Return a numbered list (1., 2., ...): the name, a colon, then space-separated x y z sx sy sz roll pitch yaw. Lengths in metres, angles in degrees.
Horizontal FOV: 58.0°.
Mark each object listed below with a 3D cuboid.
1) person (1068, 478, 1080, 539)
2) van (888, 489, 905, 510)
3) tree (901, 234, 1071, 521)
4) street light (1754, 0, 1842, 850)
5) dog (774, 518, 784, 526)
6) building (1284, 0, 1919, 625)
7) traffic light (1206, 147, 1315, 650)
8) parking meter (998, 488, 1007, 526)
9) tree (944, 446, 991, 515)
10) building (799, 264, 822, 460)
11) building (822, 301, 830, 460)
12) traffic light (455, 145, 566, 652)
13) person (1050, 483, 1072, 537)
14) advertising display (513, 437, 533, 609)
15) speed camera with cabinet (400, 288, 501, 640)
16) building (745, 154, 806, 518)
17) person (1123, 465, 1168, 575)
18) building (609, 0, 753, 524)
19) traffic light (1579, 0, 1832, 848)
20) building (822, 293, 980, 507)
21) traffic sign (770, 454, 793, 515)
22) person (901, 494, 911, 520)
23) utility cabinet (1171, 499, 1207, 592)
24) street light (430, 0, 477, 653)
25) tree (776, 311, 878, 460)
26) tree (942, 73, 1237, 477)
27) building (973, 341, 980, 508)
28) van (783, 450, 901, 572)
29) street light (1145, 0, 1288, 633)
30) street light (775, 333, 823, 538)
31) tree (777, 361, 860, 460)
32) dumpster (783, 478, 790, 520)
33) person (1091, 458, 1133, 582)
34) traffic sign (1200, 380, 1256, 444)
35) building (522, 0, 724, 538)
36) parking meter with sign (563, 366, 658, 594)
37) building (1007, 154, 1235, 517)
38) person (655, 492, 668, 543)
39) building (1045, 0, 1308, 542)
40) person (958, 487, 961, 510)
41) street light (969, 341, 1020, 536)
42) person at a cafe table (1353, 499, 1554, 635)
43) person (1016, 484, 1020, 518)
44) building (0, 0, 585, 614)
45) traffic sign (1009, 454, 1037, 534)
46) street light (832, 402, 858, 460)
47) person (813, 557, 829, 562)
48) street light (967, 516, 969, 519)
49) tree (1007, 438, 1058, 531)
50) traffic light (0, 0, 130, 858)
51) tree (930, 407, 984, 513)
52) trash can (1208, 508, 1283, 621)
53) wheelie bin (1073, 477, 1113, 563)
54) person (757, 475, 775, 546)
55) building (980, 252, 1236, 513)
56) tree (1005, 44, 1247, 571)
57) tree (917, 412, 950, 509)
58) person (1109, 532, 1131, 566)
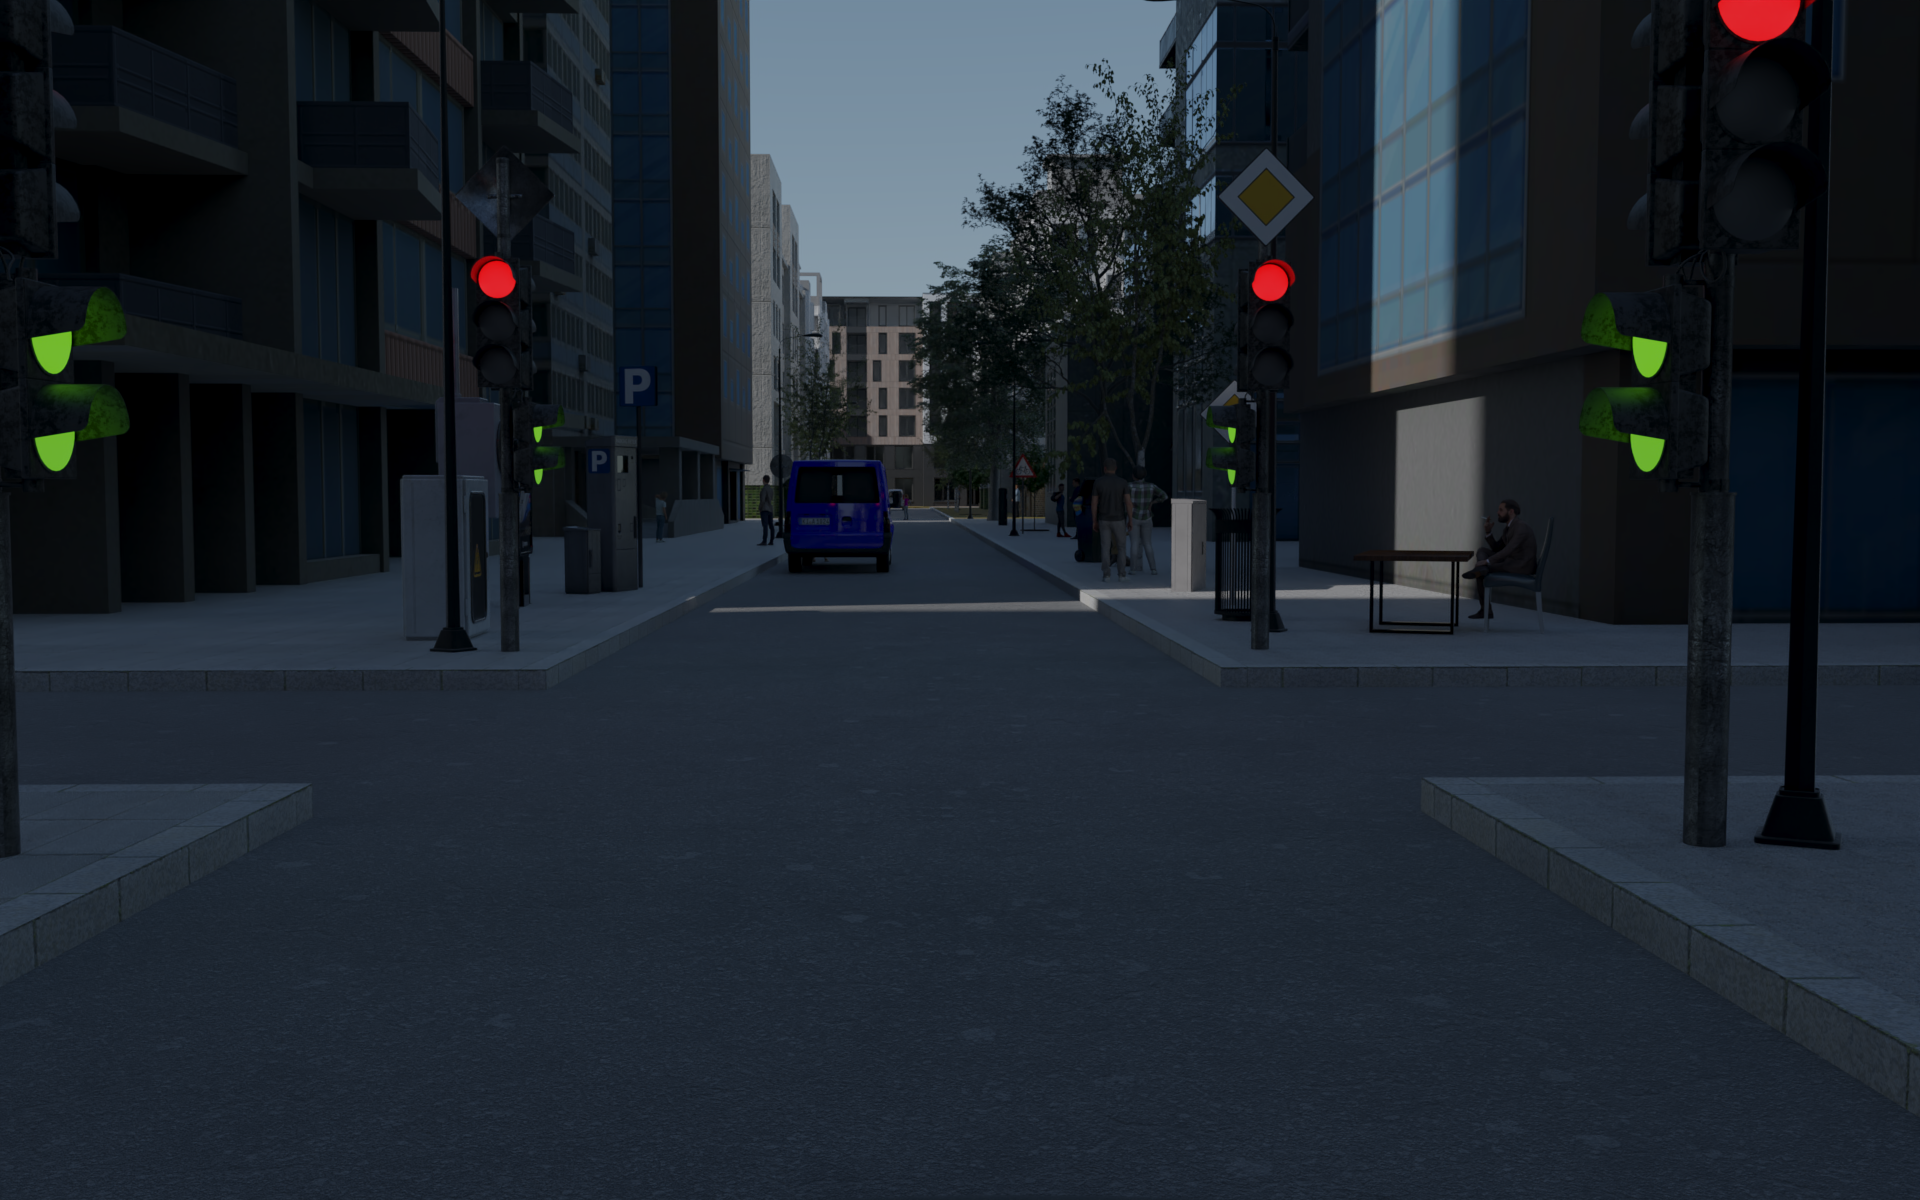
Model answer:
1. person: 3.300 -2.596 49.198 0.504 1.737 0.576 1 4 21
2. van: -5.658 -8.907 152.640 2.013 2.044 4.112 0 4 -1
3. tree: 1.614 -10.805 83.317 9.857 13.997 8.962 0 3 0
4. street light: 2.563 -2.060 6.224 1.470 5.913 1.316 0 4 -2
5. dog: -7.191 -3.155 69.325 0.550 0.427 0.748 0 4 6
6. building: 12.898 -22.766 22.329 14.200 45.320 14.600 0 4 -2
7. traffic light: 2.465 -1.548 14.223 0.839 4.253 0.868 0 4 -2
8. parking meter: 1.750 -3.811 70.715 0.372 1.533 0.369 0 3 0
9. tree: 0.627 -7.617 108.253 4.285 4.588 4.351 0 3 0
10. building: -19.652 -17.282 138.984 16.016 20.091 11.380 0 4 -2
11. building: -17.483 -18.220 154.311 11.380 20.091 16.016 0 4 -2
12. traffic light: -3.653 -1.535 14.018 0.839 4.253 0.868 0 4 -2
13. person: 2.997 -2.656 51.336 0.662 1.594 0.647 1 4 9
14. advertising display: -5.017 -0.891 19.784 0.123 1.923 0.974 0 4 -5
15. speed camera with cabinet: -4.646 -1.329 16.060 0.660 3.252 2.038 0 4 -3
16. building: -18.720 -14.641 105.842 16.747 18.905 31.486 0 4 -2
17. person: 2.862 -1.269 27.513 0.841 1.734 0.376 0 4 -5
18. building: -16.654 -25.983 74.933 14.600 45.320 14.200 0 4 -2
19. traffic light: 2.713 -1.059 6.242 0.839 4.253 0.868 0 4 -2
20. building: -6.362 -21.143 189.655 32.646 21.610 27.936 0 4 -2
21. traffic sign: -5.683 -3.371 55.218 0.768 2.556 0.104 0 4 2
22. person: -3.014 -5.113 95.328 0.599 1.433 0.991 3 5 43
23. utility cabinet: 3.074 -0.734 23.164 0.306 1.237 1.020 1 4 18
24. street light: -3.604 -2.536 14.008 1.470 5.913 1.316 0 4 -2
25. tree: -5.709 -7.366 70.789 4.360 8.622 3.978 0 3 0
26. tree: 3.047 -6.405 39.131 7.601 10.594 8.767 0 4 3
27. building: 9.241 -18.395 157.179 16.016 20.091 11.380 0 4 -2
28. van: -2.262 -1.770 33.318 2.240 2.365 5.245 0 4 -2
29. street light: 2.352 -2.659 16.019 1.470 5.913 1.316 0 4 -2
30. street light: -4.659 -4.742 50.072 1.470 5.913 1.316 0 4 -2
31. tree: -7.591 -8.761 93.599 4.737 8.622 4.395 0 3 0
32. dumpster: -5.623 -3.624 61.749 1.502 2.255 1.985 0 4 -2
33. person: 2.243 -1.177 25.419 0.598 1.807 0.434 1 4 18
34. traffic sign: 3.175 -1.237 19.959 0.795 2.593 0.064 0 4 3
35. building: -24.663 -22.256 55.771 32.217 40.220 23.993 0 4 -2
36. parking meter with sign: -4.629 -1.628 22.885 0.543 3.016 1.738 1 4 17
37. building: 11.257 -15.048 102.451 16.016 20.091 11.380 0 4 -2
38. person: -7.933 -2.199 45.911 0.435 1.345 0.340 1 4 21
39. building: 15.432 -45.679 59.530 22.319 86.520 31.000 0 4 -2
40. person: -0.086 -8.085 138.211 0.705 1.826 1.348 0 4 -5
41. street light: 1.112 -4.906 52.753 1.470 5.913 1.316 0 4 -2
42. person at a cafe table: 4.656 -0.330 16.251 1.726 1.238 1.698 1 4 18
43. person: 3.048 -5.356 93.598 0.705 1.826 1.348 1 4 14
44. building: -19.120 -22.923 29.410 22.147 44.769 28.867 0 4 -2
45. traffic sign: 2.012 -3.390 55.430 0.884 2.594 0.081 0 4 3
46. street light: -5.836 -7.005 87.070 1.470 5.913 1.316 0 4 -2
47. person: -3.072 -1.617 36.642 0.593 1.614 0.444 0 4 6
48. street light: -0.006 -7.143 89.329 1.470 5.913 1.316 0 4 -2
49. tree: 2.453 -4.003 60.046 1.663 3.219 1.824 0 3 0
50. traffic light: -3.405 -1.047 6.036 0.839 4.253 0.868 0 4 -2
51. tree: -0.332 -10.831 127.453 4.737 8.622 4.395 0 3 0
52. trash can: 2.901 -0.366 17.633 0.748 1.137 0.748 0 3 0
53. wheelie bin: 2.608 -1.511 32.609 0.980 1.594 0.693 -2 4 -35
54. person: -4.950 -2.247 43.308 0.750 1.759 0.617 3 5 41
55. building: 10.590 -16.439 135.235 16.747 18.905 31.486 0 4 -2
56. tree: 2.935 -4.810 29.006 4.737 8.622 4.395 0 3 0
57. tree: -1.239 -12.047 147.326 4.360 8.622 3.978 0 3 0
58. person: 2.917 -1.024 30.709 0.695 0.859 0.347 0 4 -7
